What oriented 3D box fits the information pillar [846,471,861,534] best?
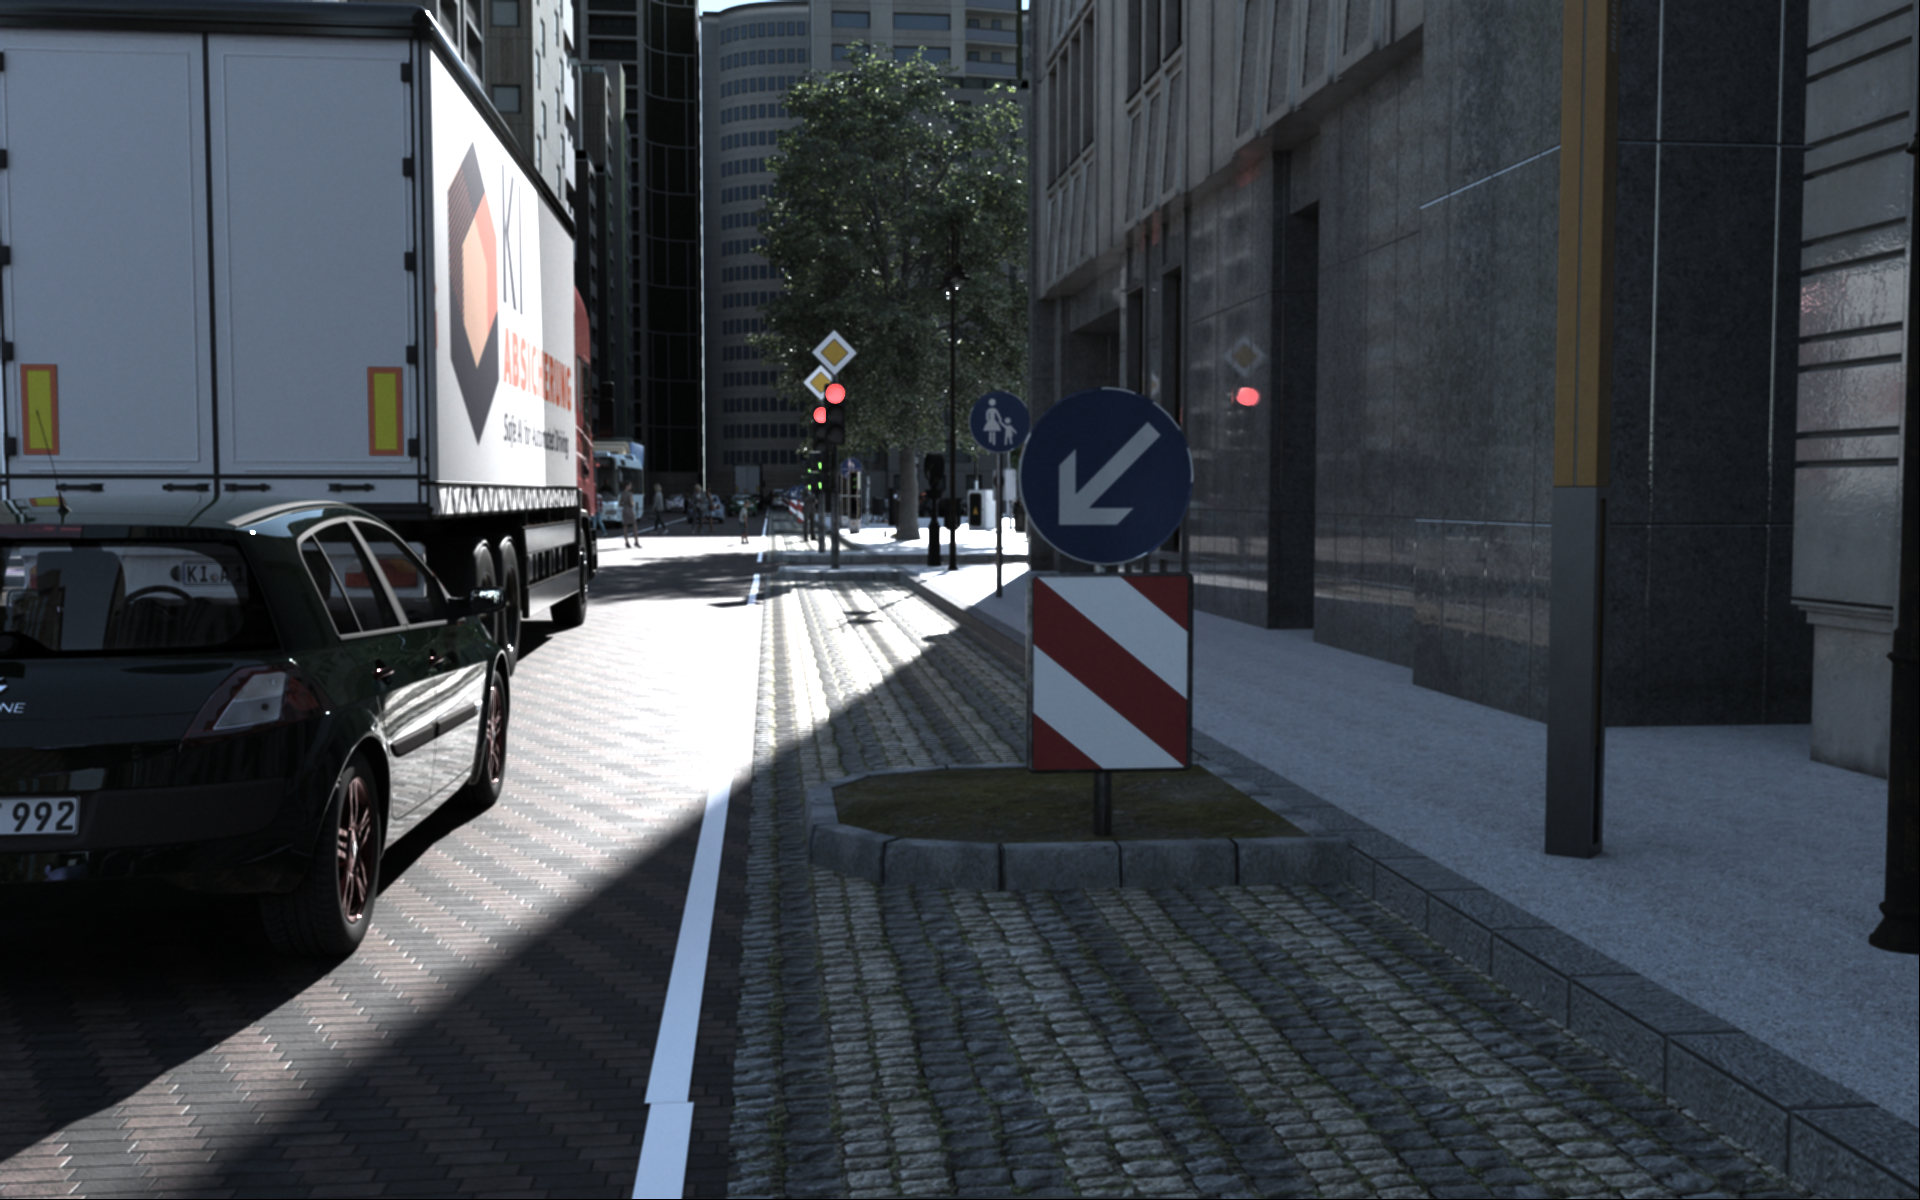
[{"bbox_3d":[-3.409,-3.161,56.180,0.304,2.012,0.304,1,4,13],"label":"information pillar"}]

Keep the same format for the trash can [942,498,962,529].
[{"bbox_3d":[-0.280,-3.145,63.077,0.748,1.137,0.748,0,3,0],"label":"trash can"}]

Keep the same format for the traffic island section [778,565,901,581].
[{"bbox_3d":[-2.122,-0.460,29.805,2.009,0.180,2.903,0,4,-6],"label":"traffic island section"}]

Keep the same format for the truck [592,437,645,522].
[{"bbox_3d":[-17.593,-6.028,87.477,2.839,4.237,11.283,0,4,-6],"label":"truck"}]

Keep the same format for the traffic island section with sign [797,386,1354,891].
[{"bbox_3d":[0.357,0.089,7.178,1.989,1.847,2.006,0,4,-6],"label":"traffic island section with sign"}]

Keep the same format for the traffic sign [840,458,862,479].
[{"bbox_3d":[-3.802,-3.700,60.597,0.768,2.556,0.104,0,3,0],"label":"traffic sign"}]

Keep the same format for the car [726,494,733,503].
[{"bbox_3d":[-22.267,-9.918,172.388,2.015,1.641,3.980,0,4,-7],"label":"car"}]

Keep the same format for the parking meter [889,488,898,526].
[{"bbox_3d":[-2.721,-3.797,70.487,0.372,1.533,0.369,0,3,0],"label":"parking meter"}]

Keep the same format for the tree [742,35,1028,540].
[{"bbox_3d":[-1.490,-8.646,48.020,9.857,13.997,8.962,0,3,0],"label":"tree"}]

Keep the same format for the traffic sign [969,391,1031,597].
[{"bbox_3d":[0.486,-1.305,21.447,0.768,2.556,0.104,0,4,-5],"label":"traffic sign"}]

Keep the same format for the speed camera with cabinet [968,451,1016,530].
[{"bbox_3d":[1.139,-4.176,62.606,0.660,3.252,2.038,-3,5,-41],"label":"speed camera with cabinet"}]

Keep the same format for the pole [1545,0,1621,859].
[{"bbox_3d":[2.193,-0.749,6.089,0.158,3.312,0.155,0,3,0],"label":"pole"}]

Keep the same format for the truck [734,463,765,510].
[{"bbox_3d":[-19.707,-10.571,161.757,2.839,4.237,11.283,0,4,-5],"label":"truck"}]

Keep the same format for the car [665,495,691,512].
[{"bbox_3d":[-22.679,-7.772,139.440,2.083,1.381,4.827,0,4,-6],"label":"car"}]

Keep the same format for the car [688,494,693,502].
[{"bbox_3d":[-28.109,-10.500,181.901,2.015,1.641,3.980,0,4,-4],"label":"car"}]

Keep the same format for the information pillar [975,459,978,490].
[{"bbox_3d":[1.009,-7.058,106.757,0.183,3.616,0.504,1,4,18],"label":"information pillar"}]

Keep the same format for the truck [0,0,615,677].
[{"bbox_3d":[-4.885,-1.619,15.390,2.839,4.237,11.283,0,4,-7],"label":"truck"}]

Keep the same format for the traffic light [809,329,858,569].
[{"bbox_3d":[-2.163,-2.493,29.687,0.839,4.253,0.868,0,4,-6],"label":"traffic light"}]

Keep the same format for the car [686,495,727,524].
[{"bbox_3d":[-12.535,-4.499,85.556,2.014,1.417,4.499,0,4,-7],"label":"car"}]

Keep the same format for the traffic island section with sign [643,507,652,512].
[{"bbox_3d":[-25.778,-7.928,138.251,1.989,1.847,2.006,0,4,-6],"label":"traffic island section with sign"}]

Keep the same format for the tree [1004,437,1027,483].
[{"bbox_3d":[3.530,-5.366,71.443,4.285,4.588,4.351,0,3,0],"label":"tree"}]

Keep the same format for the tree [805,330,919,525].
[{"bbox_3d":[-3.777,-7.429,71.829,4.737,8.622,4.395,0,3,0],"label":"tree"}]

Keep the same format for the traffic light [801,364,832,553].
[{"bbox_3d":[-3.031,-2.979,37.625,0.839,4.253,0.868,0,4,-6],"label":"traffic light"}]

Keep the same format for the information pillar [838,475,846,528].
[{"bbox_3d":[-4.421,-3.733,65.523,0.304,2.012,0.304,-2,4,-28],"label":"information pillar"}]

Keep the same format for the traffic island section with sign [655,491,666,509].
[{"bbox_3d":[-28.758,-9.597,165.534,1.989,1.847,2.006,0,4,-6],"label":"traffic island section with sign"}]

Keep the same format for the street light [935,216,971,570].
[{"bbox_3d":[-0.123,-3.448,29.166,0.468,5.910,1.993,0,4,-6],"label":"street light"}]

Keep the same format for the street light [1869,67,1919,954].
[{"bbox_3d":[2.680,-1.954,4.734,0.468,5.910,1.993,0,4,-6],"label":"street light"}]

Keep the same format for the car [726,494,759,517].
[{"bbox_3d":[-13.852,-6.023,110.269,2.131,1.459,4.920,0,4,-6],"label":"car"}]

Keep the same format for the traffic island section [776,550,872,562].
[{"bbox_3d":[-2.990,-0.946,37.743,2.009,0.180,2.903,0,4,-6],"label":"traffic island section"}]

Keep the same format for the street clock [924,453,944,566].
[{"bbox_3d":[-0.459,-1.607,30.853,0.358,2.002,0.471,-1,4,-20],"label":"street clock"}]

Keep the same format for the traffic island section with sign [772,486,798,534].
[{"bbox_3d":[-5.695,-3.296,62.514,1.989,1.847,2.006,0,4,-6],"label":"traffic island section with sign"}]

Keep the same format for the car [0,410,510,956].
[{"bbox_3d":[-2.859,0.190,6.687,2.009,1.686,4.222,0,4,-6],"label":"car"}]

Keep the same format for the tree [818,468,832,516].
[{"bbox_3d":[-7.837,-6.510,101.036,1.663,3.219,1.824,0,3,0],"label":"tree"}]

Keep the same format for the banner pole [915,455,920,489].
[{"bbox_3d":[-2.679,-6.563,97.328,0.863,3.779,0.401,-1,4,-12],"label":"banner pole"}]
